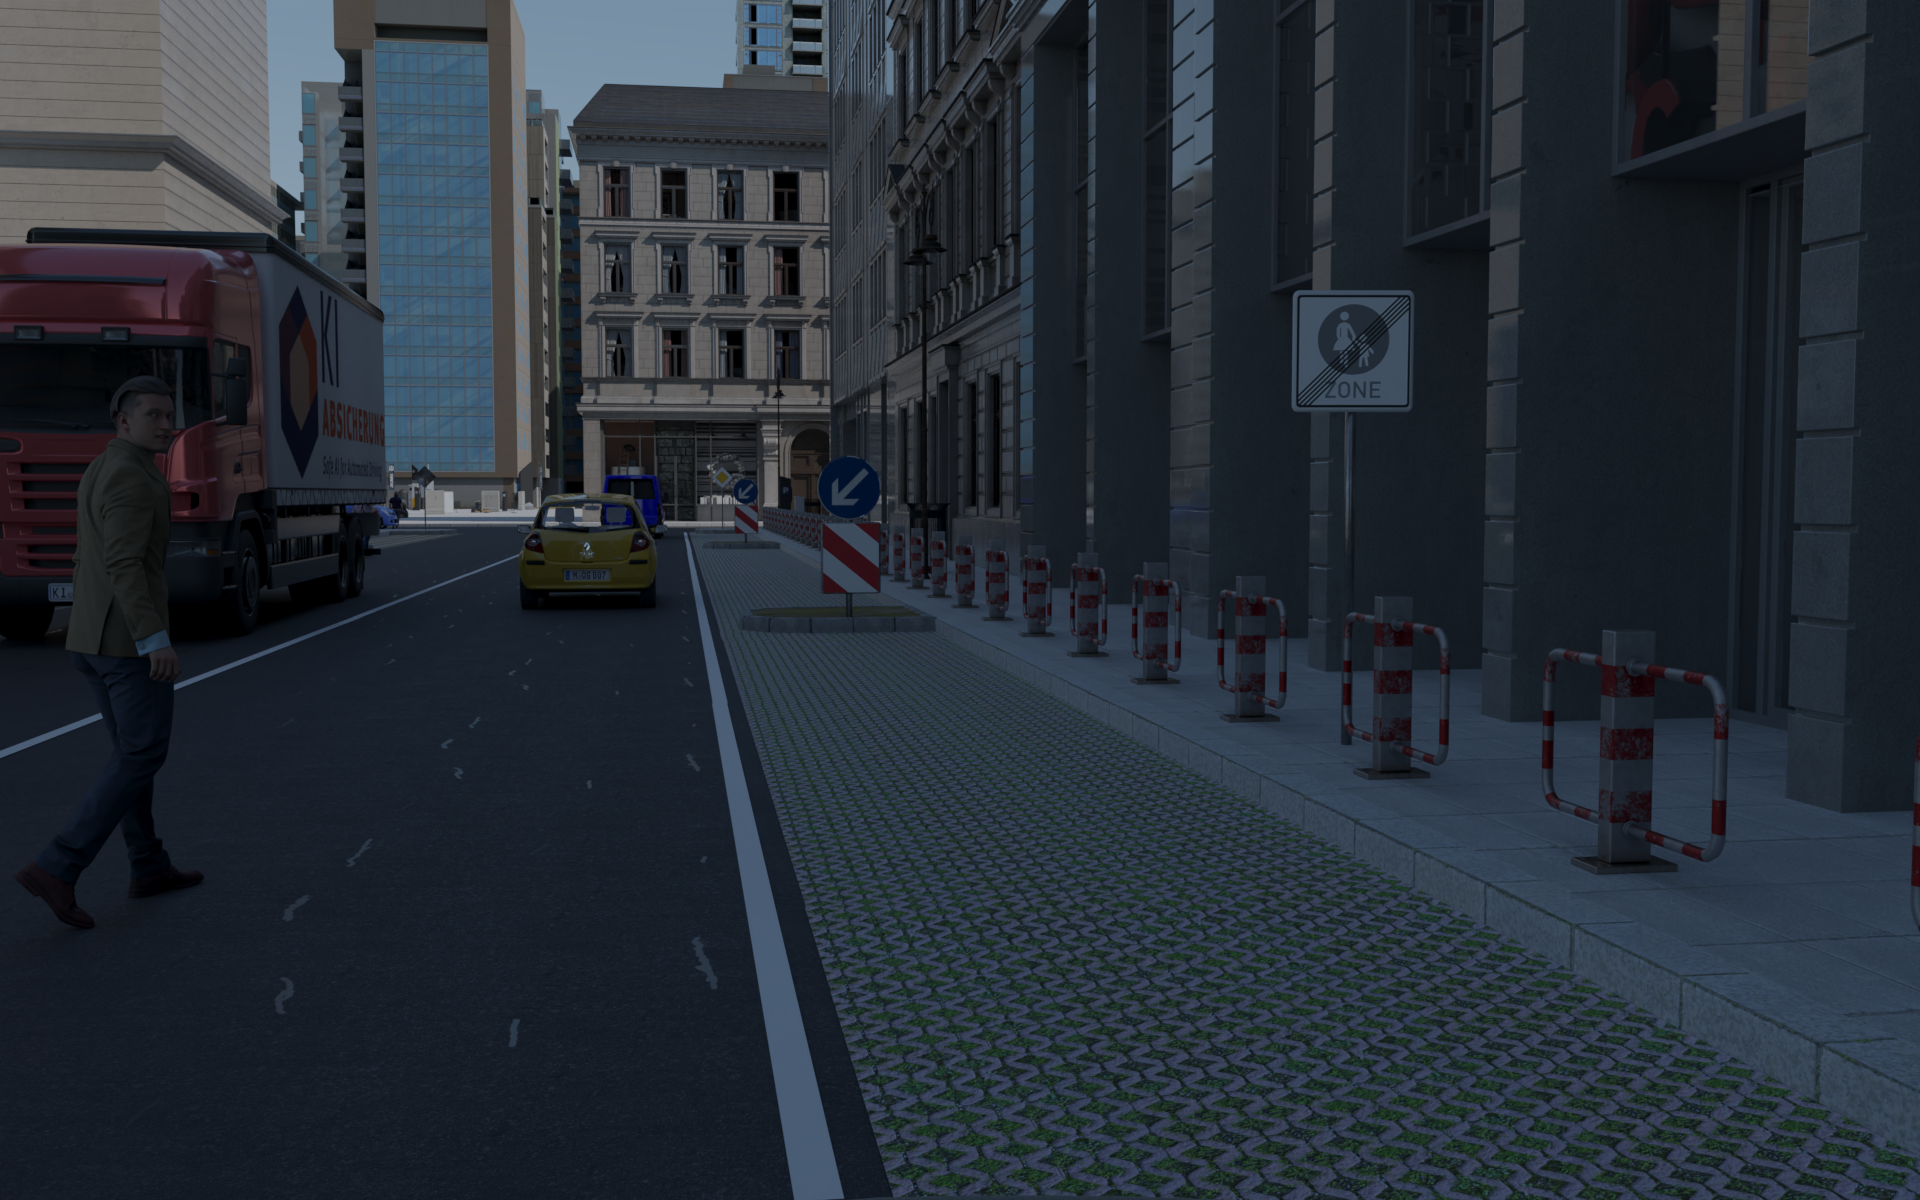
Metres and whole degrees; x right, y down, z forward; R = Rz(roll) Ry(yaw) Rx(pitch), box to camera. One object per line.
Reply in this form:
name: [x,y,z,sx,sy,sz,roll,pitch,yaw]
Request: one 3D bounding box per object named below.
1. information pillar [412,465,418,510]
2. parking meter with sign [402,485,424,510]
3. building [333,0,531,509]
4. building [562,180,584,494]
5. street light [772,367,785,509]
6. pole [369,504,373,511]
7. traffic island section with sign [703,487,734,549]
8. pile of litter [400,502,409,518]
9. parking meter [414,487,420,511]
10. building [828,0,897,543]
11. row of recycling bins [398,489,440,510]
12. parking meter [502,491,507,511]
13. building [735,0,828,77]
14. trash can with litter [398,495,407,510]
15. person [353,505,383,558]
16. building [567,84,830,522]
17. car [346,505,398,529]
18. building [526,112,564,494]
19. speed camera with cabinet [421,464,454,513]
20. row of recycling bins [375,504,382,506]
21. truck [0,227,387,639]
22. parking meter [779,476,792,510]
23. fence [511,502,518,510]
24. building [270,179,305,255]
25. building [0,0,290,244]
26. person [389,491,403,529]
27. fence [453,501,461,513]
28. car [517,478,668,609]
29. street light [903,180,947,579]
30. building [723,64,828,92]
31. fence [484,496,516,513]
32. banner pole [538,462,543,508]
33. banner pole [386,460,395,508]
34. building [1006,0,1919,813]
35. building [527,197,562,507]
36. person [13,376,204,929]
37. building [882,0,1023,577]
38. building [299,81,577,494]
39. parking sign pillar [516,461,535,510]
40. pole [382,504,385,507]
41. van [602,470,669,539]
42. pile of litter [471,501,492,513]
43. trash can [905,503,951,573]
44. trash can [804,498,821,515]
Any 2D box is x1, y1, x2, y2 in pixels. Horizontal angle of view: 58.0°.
information pillar: [-42.544,-8.797,135.192,0.504,3.616,0.183,0,4,4]
parking meter with sign: [-44.221,-8.779,139.800,1.738,3.016,0.543,-1,4,-18]
building: [-45.566,-30.695,151.975,14.600,45.320,14.200,-1,4,-9]
building: [-55.282,-36.044,243.945,28.867,44.769,22.147,-1,4,-9]
street light: [-6.617,-5.532,63.241,0.468,5.910,1.993,-1,4,-9]
pole: [-20.979,-4.140,61.538,0.158,3.312,0.155,0,3,0]
traffic island section with sign: [-5.791,-2.271,45.751,1.989,1.847,2.006,-1,4,-9]
pile of litter: [-30.141,-4.820,92.770,1.176,0.858,1.719,1,4,9]
parking meter: [-42.220,-7.893,134.758,0.399,1.863,0.255,0,4,1]
building: [2.771,-14.418,53.751,12.078,24.808,19.932,-1,4,-9]
row of recycling bins: [-44.866,-8.369,143.945,3.534,1.692,1.069,-1,4,-11]
parking meter: [-34.155,-7.431,129.901,0.372,1.533,0.369,0,3,0]
building: [-17.348,-54.540,204.394,22.319,86.520,31.000,-1,4,-9]
trash can with litter: [-45.478,-7.960,141.525,0.624,1.170,1.055,-3,5,-40]
person: [-13.452,-1.755,39.149,0.963,1.587,0.435,3,4,37]
building: [-16.604,-14.194,82.989,40.483,20.767,10.553,-1,4,-9]
car: [-24.280,-3.619,68.765,3.694,1.707,1.945,-1,4,-9]
building: [-49.091,-30.367,180.096,14.154,41.232,14.086,-1,4,-9]
speed camera with cabinet: [-34.779,-7.390,115.163,2.038,3.252,0.660,-3,5,-42]
row of recycling bins: [-44.884,-7.687,132.799,1.069,1.692,3.534,-1,4,-18]
truck: [-8.956,-1.942,20.673,2.839,4.237,11.283,-1,4,-10]
parking meter: [-5.557,-3.032,55.283,0.399,1.863,0.255,-1,4,-10]
fence: [-35.351,-7.482,137.712,0.278,0.683,2.069,0,4,4]
building: [-87.520,-30.688,193.630,23.993,40.220,32.217,-1,4,-9]
building: [-33.219,-16.103,50.669,23.554,28.519,14.401,-1,4,-9]
person: [-23.073,-3.665,70.634,0.569,1.553,0.471,1,4,23]
fence: [-35.329,-6.295,118.298,2.069,0.683,0.278,-3,5,-39]
car: [-4.924,-0.792,23.165,2.015,1.641,3.980,-1,4,-10]
street light: [-0.532,-3.251,25.938,0.468,5.910,1.993,-1,4,-9]
building: [-17.944,-32.574,182.700,14.600,45.320,14.200,-1,4,-9]
fence: [-31.176,-6.494,117.377,2.264,1.192,0.480,1,4,14]
banner pole: [-32.820,-8.895,135.446,0.401,3.779,0.863,-3,4,-37]
banner pole: [-41.903,-8.396,127.296,0.401,3.779,0.863,3,4,37]
building: [8.525,-14.213,9.883,11.434,29.767,29.804,-1,4,-9]
building: [-46.157,-24.156,166.646,14.160,30.474,14.107,-1,4,-9]
person: [-2.873,0.151,5.947,0.656,1.842,0.836,1,4,19]
building: [4.356,-10.381,34.352,10.561,19.102,19.286,-1,4,-9]
building: [-60.977,-35.667,202.765,30.456,49.044,23.786,-1,4,-9]
parking sign pillar: [-35.633,-9.384,141.902,1.447,3.967,1.447,2,4,34]
pole: [-46.667,-8.952,140.215,0.158,3.312,0.155,0,3,0]
van: [-10.762,-3.228,57.160,2.240,2.365,5.245,-1,4,-9]
pile of litter: [-33.051,-6.462,119.613,1.176,0.858,1.719,3,5,43]
trash can: [-0.521,-1.015,28.250,0.748,1.137,0.748,0,3,0]
trash can: [-4.797,-2.706,55.904,0.748,1.137,0.748,0,3,0]
